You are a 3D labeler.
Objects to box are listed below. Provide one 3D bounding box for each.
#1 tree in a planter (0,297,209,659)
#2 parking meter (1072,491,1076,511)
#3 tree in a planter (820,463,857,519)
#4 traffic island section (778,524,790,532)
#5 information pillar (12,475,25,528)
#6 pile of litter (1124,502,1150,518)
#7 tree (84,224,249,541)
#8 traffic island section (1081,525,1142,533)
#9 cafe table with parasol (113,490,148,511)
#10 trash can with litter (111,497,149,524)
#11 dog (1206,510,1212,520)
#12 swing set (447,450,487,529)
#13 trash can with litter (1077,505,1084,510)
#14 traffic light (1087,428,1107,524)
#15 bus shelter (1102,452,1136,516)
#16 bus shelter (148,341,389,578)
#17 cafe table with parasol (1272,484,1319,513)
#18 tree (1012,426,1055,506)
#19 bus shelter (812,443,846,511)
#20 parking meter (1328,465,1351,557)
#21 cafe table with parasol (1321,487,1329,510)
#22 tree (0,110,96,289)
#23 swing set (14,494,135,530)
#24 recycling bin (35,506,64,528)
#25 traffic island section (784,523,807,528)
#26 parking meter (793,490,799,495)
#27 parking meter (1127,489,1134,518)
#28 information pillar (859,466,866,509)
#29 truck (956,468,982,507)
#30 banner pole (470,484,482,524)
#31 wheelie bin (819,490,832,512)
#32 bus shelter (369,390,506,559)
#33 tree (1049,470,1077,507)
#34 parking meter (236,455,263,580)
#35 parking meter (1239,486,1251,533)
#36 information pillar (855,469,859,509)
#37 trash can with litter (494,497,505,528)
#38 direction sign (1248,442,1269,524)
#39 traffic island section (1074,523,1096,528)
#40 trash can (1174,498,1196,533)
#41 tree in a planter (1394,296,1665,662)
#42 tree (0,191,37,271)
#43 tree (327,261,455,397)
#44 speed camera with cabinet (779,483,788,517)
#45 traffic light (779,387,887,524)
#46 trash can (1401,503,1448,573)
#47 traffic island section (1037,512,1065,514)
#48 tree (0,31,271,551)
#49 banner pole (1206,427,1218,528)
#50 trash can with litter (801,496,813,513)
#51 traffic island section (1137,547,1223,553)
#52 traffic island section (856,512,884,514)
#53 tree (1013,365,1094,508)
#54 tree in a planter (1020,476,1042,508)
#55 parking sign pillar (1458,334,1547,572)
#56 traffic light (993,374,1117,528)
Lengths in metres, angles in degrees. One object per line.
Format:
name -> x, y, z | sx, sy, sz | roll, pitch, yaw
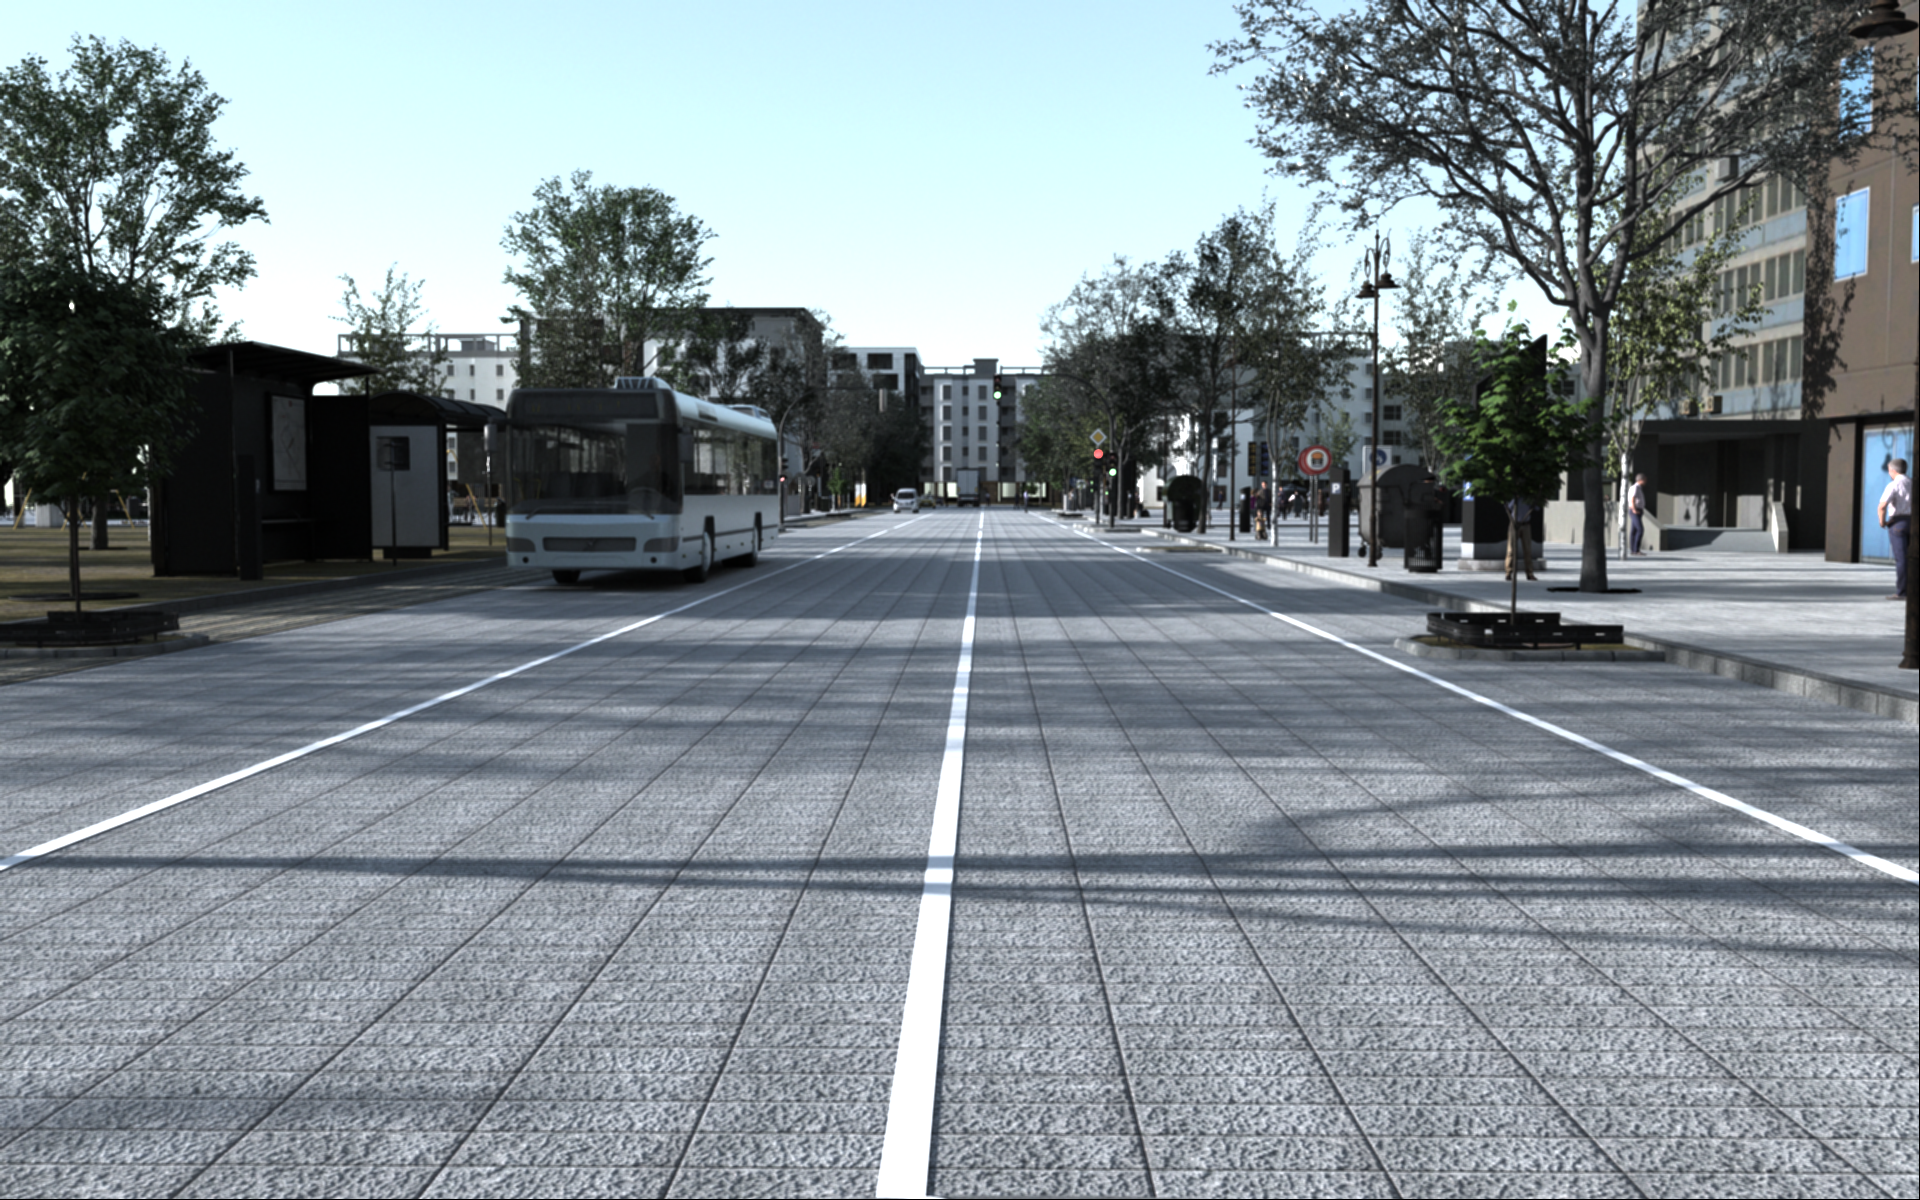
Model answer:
tree in a planter -> -8.126, -1.141, 15.871 | 1.991, 3.239, 1.994 | 0, 4, 1
parking meter -> 8.674, -7.545, 131.770 | 0.372, 1.533, 0.369 | 0, 3, 0
tree in a planter -> -6.930, -6.237, 99.190 | 1.991, 3.239, 1.994 | 0, 4, 1
traffic island section -> -7.735, -2.666, 65.876 | 2.009, 0.180, 2.903 | 0, 4, 1
information pillar -> -35.536, -3.725, 65.401 | 0.304, 2.012, 0.304 | 0, 4, -8
pile of litter -> 9.682, -4.948, 94.863 | 1.719, 0.858, 1.176 | 0, 4, -7
tree -> -21.995, -5.927, 47.272 | 4.737, 8.622, 4.395 | 0, 3, 0
traffic island section -> 5.765, -2.654, 65.680 | 2.009, 0.180, 2.903 | 0, 4, 1
cafe table with parasol -> -55.138, -6.742, 115.098 | 2.610, 1.966, 2.610 | 0, 4, 5
trash can with litter -> -35.206, -3.884, 74.559 | 2.233, 1.210, 1.678 | -1, 4, -15
dog -> 12.258, -4.371, 85.852 | 0.513, 0.831, 0.800 | -2, 4, -32
swing set -> -19.270, -3.991, 62.871 | 3.119, 2.851, 2.862 | 3, 5, 43
trash can with litter -> 9.560, -7.796, 138.856 | 1.055, 1.170, 0.624 | 0, 4, 7
traffic light -> 5.838, -5.176, 73.551 | 0.839, 4.253, 0.868 | 0, 4, 1
bus shelter -> 9.045, -6.599, 99.168 | 1.731, 3.624, 6.357 | 0, 4, 1
bus shelter -> -11.650, -2.348, 29.677 | 1.731, 3.624, 6.357 | 0, 4, 1
cafe table with parasol -> 22.797, -6.990, 119.149 | 2.610, 1.966, 2.610 | 2, 4, 35
tree -> 10.047, -15.438, 186.824 | 8.767, 10.594, 7.601 | -1, 4, -12
bus shelter -> -10.232, -9.608, 134.730 | 2.179, 5.291, 8.768 | 0, 4, 1
parking meter -> 7.728, -1.807, 35.253 | 0.255, 1.863, 0.399 | -3, 5, -45
cafe table with parasol -> 29.005, -7.946, 134.790 | 2.610, 1.966, 2.610 | 0, 4, 2
tree -> -18.553, -5.017, 32.395 | 4.360, 8.622, 3.978 | 0, 3, 0
swing set -> -32.121, -3.994, 62.916 | 3.119, 2.851, 2.862 | 2, 4, 29
recycling bin -> -34.856, -3.289, 66.326 | 0.722, 1.027, 0.722 | 1, 4, 13
traffic island section -> -7.622, -3.155, 73.861 | 2.009, 0.180, 2.903 | 0, 4, 1
parking meter -> -10.449, -6.224, 110.170 | 0.372, 1.533, 0.369 | 0, 3, 0
parking meter -> 8.970, -5.058, 91.109 | 0.372, 1.533, 0.369 | 0, 3, 0
information pillar -> -8.137, -9.493, 146.563 | 0.183, 3.616, 0.504 | -3, 5, -40
truck -> 0.986, -12.497, 193.232 | 2.839, 4.237, 11.283 | 0, 4, 2
banner pole -> -20.789, -5.150, 74.212 | 0.863, 3.779, 0.401 | 2, 4, 24
wheelie bin -> -9.550, -7.032, 122.887 | 0.980, 1.594, 0.693 | 0, 4, 5
bus shelter -> -10.915, -2.605, 36.520 | 2.014, 3.302, 5.546 | 0, 4, 1
tree -> 10.582, -11.765, 176.074 | 4.285, 4.588, 4.351 | 0, 3, 0
parking meter -> -10.601, -1.232, 25.859 | 0.255, 1.863, 0.399 | 0, 4, -7
parking meter -> 9.494, -3.012, 57.650 | 0.372, 1.533, 0.369 | 0, 3, 0
information pillar -> -8.749, -9.603, 148.367 | 0.504, 3.616, 0.183 | 1, 4, 20
trash can with litter -> -17.183, -3.332, 65.873 | 1.055, 1.170, 0.624 | -1, 4, -15
direction sign -> 12.919, -5.079, 75.043 | 0.876, 3.537, 0.379 | 0, 4, 8
traffic island section -> 5.878, -3.143, 73.664 | 2.009, 0.180, 2.903 | 0, 4, 1
trash can -> 7.494, -2.819, 57.749 | 0.748, 1.137, 0.748 | 0, 3, 0
tree in a planter -> 5.047, -1.130, 15.694 | 1.991, 3.239, 1.994 | 0, 4, 1
tree -> -31.990, -8.687, 52.400 | 12.009, 13.543, 11.850 | 0, 3, 0
tree -> -18.490, -6.438, 55.626 | 4.737, 8.622, 4.395 | 0, 3, 0
speed camera with cabinet -> -9.983, -6.217, 95.988 | 0.660, 3.252, 2.038 | -1, 4, -14
traffic light -> -5.489, -6.059, 73.731 | 4.771, 5.953, 1.251 | 0, 4, 1
trash can -> 7.563, -1.015, 28.253 | 0.748, 1.137, 0.748 | 0, 3, 0
traffic island section -> 6.616, -6.297, 125.820 | 1.991, 0.108, 1.994 | 0, 4, 1
tree -> -19.670, -6.956, 39.479 | 9.928, 11.665, 9.643 | 0, 3, 0
banner pole -> 9.449, -4.573, 64.777 | 0.401, 3.779, 0.863 | -1, 4, -20
trash can with litter -> -10.098, -6.262, 113.777 | 0.624, 1.170, 1.055 | 1, 4, 17
traffic island section -> 5.448, -1.250, 43.300 | 1.991, 0.108, 1.994 | 0, 4, 1
traffic island section -> -6.550, -6.323, 126.253 | 1.991, 0.108, 1.994 | 0, 4, 1
tree -> 9.773, -15.657, 162.654 | 9.857, 13.997, 8.962 | 0, 3, 0
tree in a planter -> 7.338, -10.925, 175.851 | 1.991, 3.239, 1.994 | 0, 4, 1
parking sign pillar -> 9.192, -2.495, 29.266 | 1.447, 3.967, 1.447 | -1, 4, -12
traffic light -> 3.632, -5.553, 65.455 | 4.771, 5.953, 1.251 | 0, 4, 1
